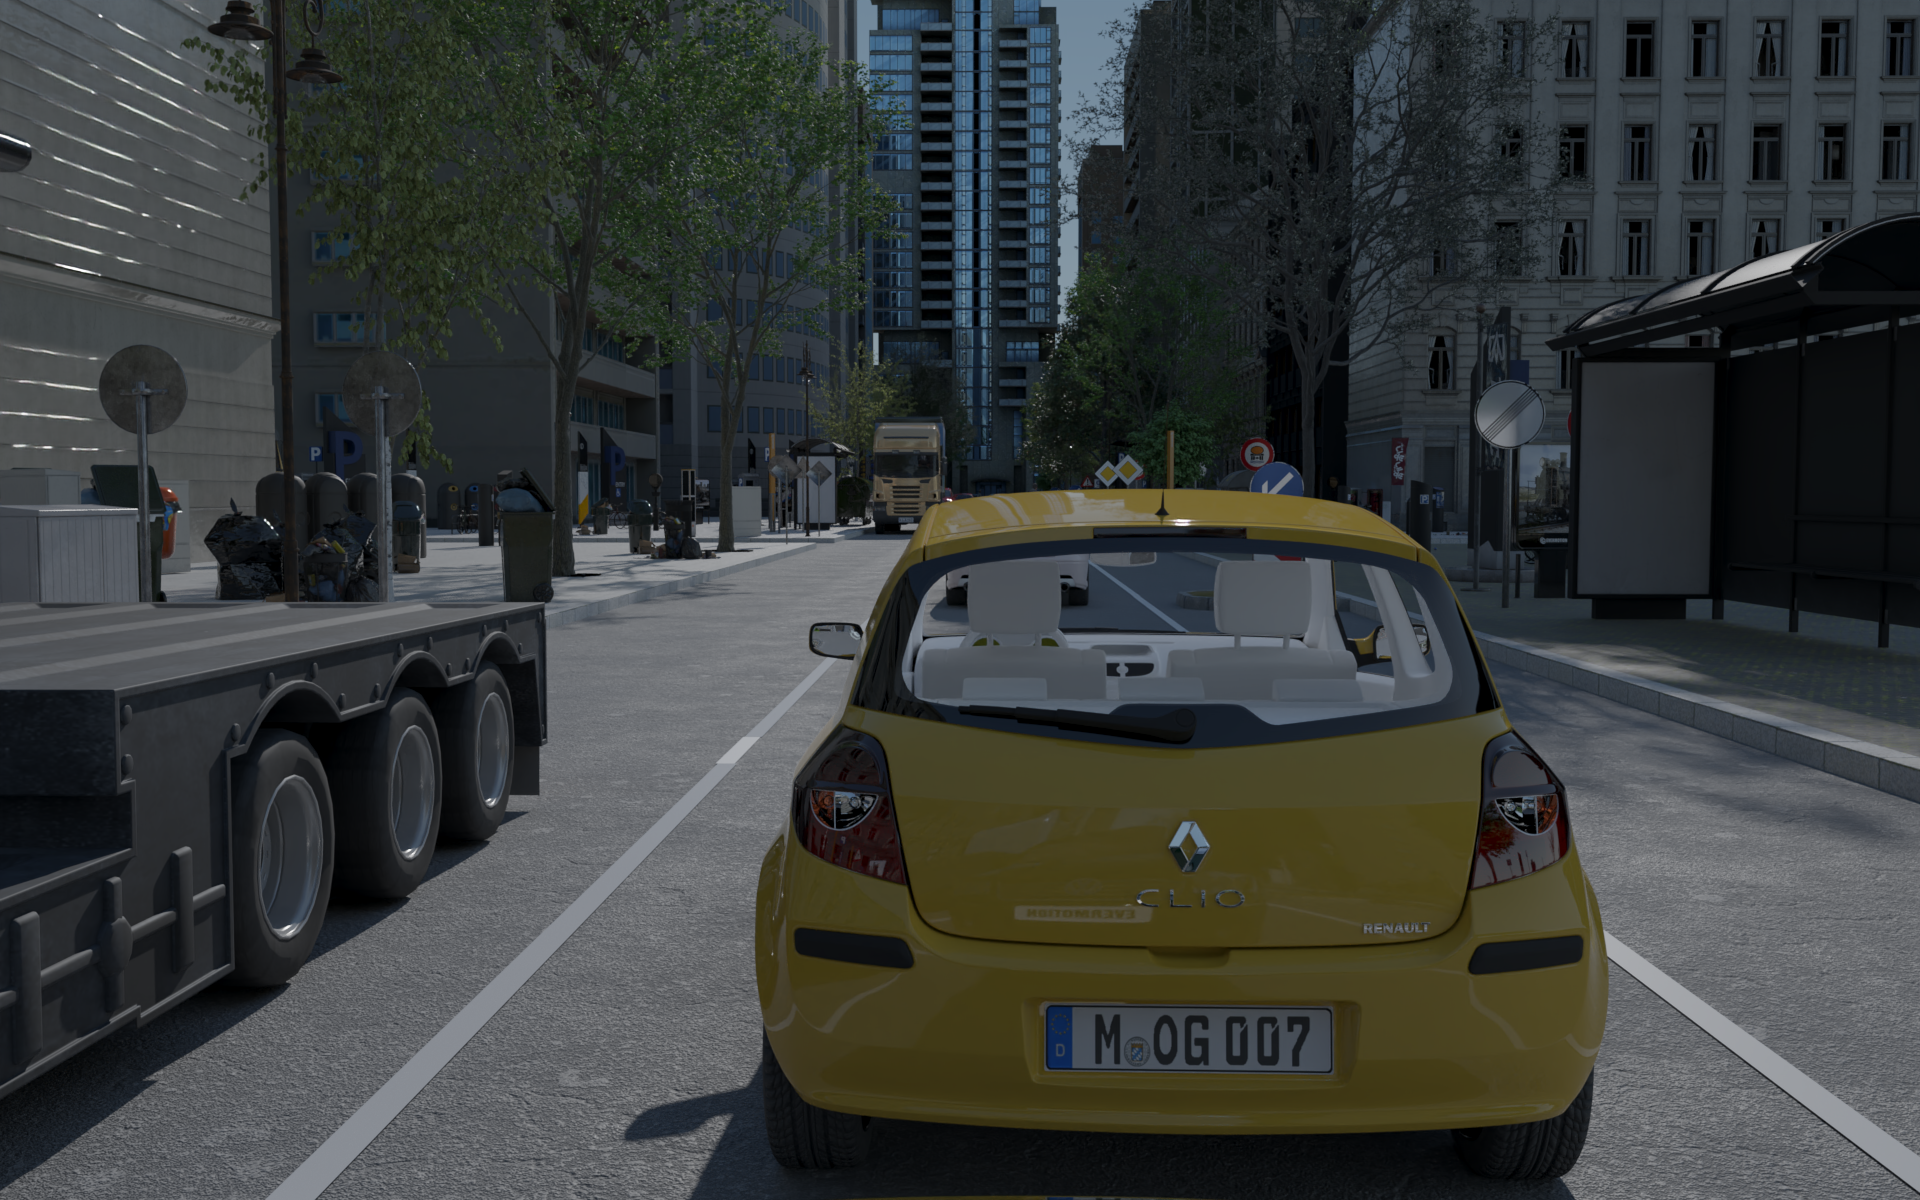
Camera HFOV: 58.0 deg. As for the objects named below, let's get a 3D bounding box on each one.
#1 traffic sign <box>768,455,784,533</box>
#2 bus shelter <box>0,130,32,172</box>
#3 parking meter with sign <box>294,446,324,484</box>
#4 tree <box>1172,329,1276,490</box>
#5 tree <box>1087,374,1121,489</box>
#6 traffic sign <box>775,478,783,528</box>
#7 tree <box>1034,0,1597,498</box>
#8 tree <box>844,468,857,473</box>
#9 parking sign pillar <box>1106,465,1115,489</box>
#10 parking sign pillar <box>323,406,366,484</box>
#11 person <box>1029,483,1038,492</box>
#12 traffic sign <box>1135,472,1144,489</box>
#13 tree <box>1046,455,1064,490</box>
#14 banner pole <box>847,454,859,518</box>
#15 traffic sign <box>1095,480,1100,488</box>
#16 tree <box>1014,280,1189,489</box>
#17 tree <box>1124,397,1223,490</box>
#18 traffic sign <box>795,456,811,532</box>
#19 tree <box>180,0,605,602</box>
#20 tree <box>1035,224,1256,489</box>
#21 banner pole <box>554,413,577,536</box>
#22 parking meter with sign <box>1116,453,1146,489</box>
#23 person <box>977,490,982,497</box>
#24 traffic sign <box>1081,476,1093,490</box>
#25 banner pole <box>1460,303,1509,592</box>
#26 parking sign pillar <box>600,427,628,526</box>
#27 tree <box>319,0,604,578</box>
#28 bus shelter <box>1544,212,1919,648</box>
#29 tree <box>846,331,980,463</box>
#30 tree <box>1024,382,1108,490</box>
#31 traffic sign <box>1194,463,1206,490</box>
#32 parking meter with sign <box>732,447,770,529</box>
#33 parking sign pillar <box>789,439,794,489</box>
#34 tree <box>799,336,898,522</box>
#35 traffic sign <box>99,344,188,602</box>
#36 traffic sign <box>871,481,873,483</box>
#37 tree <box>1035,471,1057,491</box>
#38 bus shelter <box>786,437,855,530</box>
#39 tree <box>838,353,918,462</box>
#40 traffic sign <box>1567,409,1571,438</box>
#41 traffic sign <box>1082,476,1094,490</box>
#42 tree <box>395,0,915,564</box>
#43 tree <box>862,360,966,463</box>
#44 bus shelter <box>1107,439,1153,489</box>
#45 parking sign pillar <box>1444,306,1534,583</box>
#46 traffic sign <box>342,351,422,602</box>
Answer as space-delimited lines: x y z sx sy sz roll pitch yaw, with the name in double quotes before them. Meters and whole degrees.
"traffic sign" -5.898 -3.446 56.443 0.768 2.556 0.104 1 4 11
"bus shelter" -6.583 -1.721 5.766 2.179 5.291 8.768 0 4 1
"parking meter with sign" -23.805 -4.064 62.715 0.543 3.016 1.738 1 4 16
"tree" 11.816 -7.799 77.882 4.737 8.622 4.395 0 3 0
"tree" 8.521 -9.102 99.177 4.737 8.622 4.395 0 3 0
"traffic sign" -6.734 -3.863 65.296 0.606 2.300 0.079 0 4 4
"tree" 6.595 -7.459 32.332 12.009 13.543 11.850 0 3 0
"tree" -6.877 -7.207 112.433 1.663 3.219 1.824 0 3 0
"parking sign pillar" 8.970 -6.960 102.269 1.447 3.967 1.447 1 4 11
"parking sign pillar" -19.099 -3.995 53.796 1.447 3.967 1.447 2 4 28
"person" 2.779 -3.469 65.316 0.850 1.850 0.679 -1 4 -19
"traffic sign" 6.357 -3.810 62.395 0.768 2.556 0.104 1 4 10
"tree" 10.650 -15.043 196.316 4.360 8.622 3.978 0 3 0
"banner pole" -5.792 -6.391 94.516 0.863 3.779 0.401 -1 4 -12
"traffic sign" 9.540 -7.155 119.106 0.606 2.300 0.079 0 4 2
"tree" 7.559 -10.590 90.149 9.611 12.733 9.660 0 3 0
"tree" 7.307 -4.571 58.448 4.285 4.588 4.351 0 3 0
"traffic sign" -5.325 -3.596 58.793 0.884 2.594 0.081 1 4 9
"tree" -6.194 -4.212 19.230 4.737 8.622 4.395 0 3 0
"tree" 7.538 -8.639 67.010 9.928 11.665 9.643 0 3 0
"banner pole" -12.146 -3.864 53.195 0.401 3.779 0.863 2 4 33
"parking meter with sign" 7.460 -4.684 72.849 1.738 3.016 0.543 3 4 37
"person" 1.799 -8.969 155.231 0.705 1.814 1.350 2 4 24
"traffic sign" 9.074 -7.574 123.833 0.884 2.594 0.081 0 4 4
"banner pole" 6.901 -1.995 22.632 0.401 3.779 0.863 -1 4 -15
"parking sign pillar" -14.083 -5.014 70.443 1.447 3.967 1.447 1 4 21
"tree" -6.034 -6.172 26.666 9.928 11.665 9.643 0 3 0
"bus shelter" 6.999 -1.302 15.207 2.014 3.302 5.546 0 4 1
"tree" -3.576 -13.486 130.862 12.009 13.543 11.850 0 3 0
"tree" 8.969 -13.843 144.462 7.486 12.596 7.792 0 3 0
"traffic sign" 8.468 -3.804 62.308 0.768 2.556 0.104 0 4 2
"parking meter with sign" -7.761 -4.116 63.552 1.738 3.016 0.543 -2 4 -32
"parking sign pillar" -7.718 -5.890 84.766 1.447 3.967 1.447 0 4 -4
"tree" -5.054 -7.952 80.375 4.360 8.622 3.978 0 3 0
"traffic sign" -6.963 -0.897 14.775 0.768 2.556 0.104 0 4 2
"traffic sign" -5.216 -6.389 104.471 0.884 2.594 0.081 0 4 8
"tree" 10.255 -13.348 201.951 4.285 4.588 4.351 0 3 0
"bus shelter" -5.124 -4.304 64.289 2.014 3.302 5.546 0 4 1
"tree" -4.117 -8.522 89.698 4.737 8.622 4.395 0 3 0
"traffic sign" 7.997 -1.324 21.755 0.768 2.556 0.104 1 4 11
"traffic sign" 8.943 -7.426 121.424 0.884 2.594 0.081 0 4 3
"tree" -5.022 -6.874 38.145 9.928 11.665 9.643 0 3 0
"tree" -3.125 -11.325 119.583 7.601 10.594 8.767 -1 4 -18
"bus shelter" 7.613 -5.251 77.137 1.731 3.624 6.357 0 4 1
"parking sign pillar" 7.946 -2.272 25.617 1.447 3.967 1.447 0 4 -2
"traffic sign" -5.148 -0.936 15.413 0.768 2.556 0.104 1 4 11
